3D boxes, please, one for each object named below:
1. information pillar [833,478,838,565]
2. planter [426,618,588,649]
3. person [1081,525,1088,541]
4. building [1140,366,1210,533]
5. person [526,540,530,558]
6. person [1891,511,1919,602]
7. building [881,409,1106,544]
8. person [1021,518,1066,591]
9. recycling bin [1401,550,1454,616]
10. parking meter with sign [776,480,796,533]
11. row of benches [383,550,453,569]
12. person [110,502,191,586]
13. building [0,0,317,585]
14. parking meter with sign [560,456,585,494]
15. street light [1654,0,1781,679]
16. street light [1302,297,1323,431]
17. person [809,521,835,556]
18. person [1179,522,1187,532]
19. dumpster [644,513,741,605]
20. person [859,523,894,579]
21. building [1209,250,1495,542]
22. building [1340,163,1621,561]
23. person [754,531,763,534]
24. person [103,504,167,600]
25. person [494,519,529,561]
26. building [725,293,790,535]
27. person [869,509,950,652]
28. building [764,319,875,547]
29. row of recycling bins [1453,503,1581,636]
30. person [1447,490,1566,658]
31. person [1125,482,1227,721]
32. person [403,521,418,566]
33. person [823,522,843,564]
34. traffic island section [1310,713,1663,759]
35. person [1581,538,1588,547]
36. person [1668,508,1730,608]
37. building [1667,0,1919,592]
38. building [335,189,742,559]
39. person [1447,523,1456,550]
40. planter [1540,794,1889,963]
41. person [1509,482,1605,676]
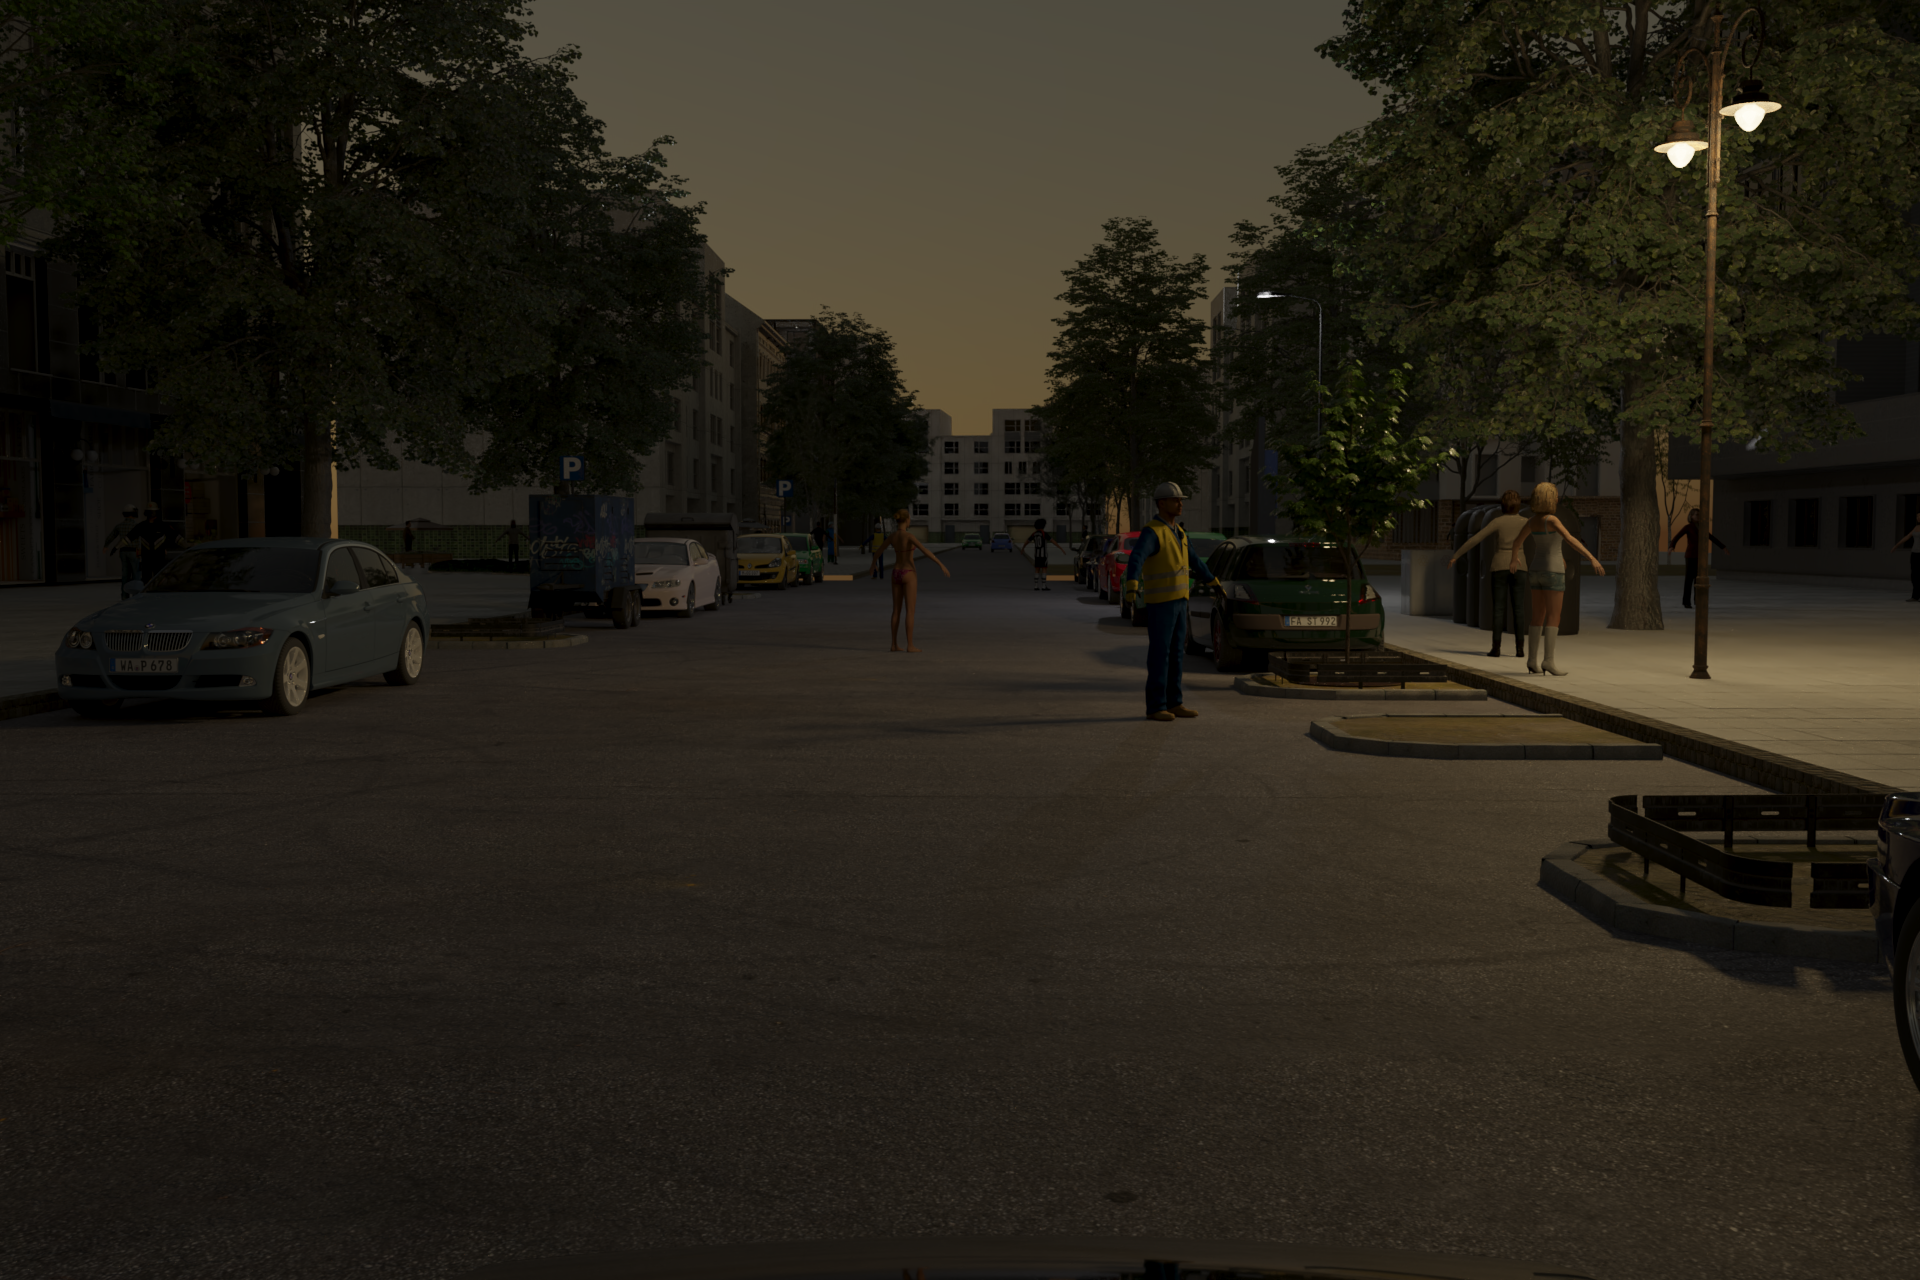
[{"bbox_3d":[-5.228,-4.976,72.707,0.183,3.616,0.504,0,4,1],"label":"information pillar"},{"bbox_3d":[-5.947,-0.087,22.569,1.991,0.319,1.994,0,4,1],"label":"planter"},{"bbox_3d":[6.176,-4.886,86.610,0.721,1.740,1.216,1,4,10],"label":"person"},{"bbox_3d":[28.760,-19.833,190.722,16.747,18.905,31.486,0,4,1],"label":"building"},{"bbox_3d":[-21.308,-4.716,86.369,0.599,1.433,0.991,2,4,24],"label":"person"},{"bbox_3d":[18.077,-1.584,32.702,0.721,1.737,1.217,-1,4,-14],"label":"person"},{"bbox_3d":[5.286,-23.347,250.629,31.486,18.905,16.747,0,4,5],"label":"building"},{"bbox_3d":[2.066,-2.157,43.867,1.345,1.843,0.704,3,4,36],"label":"person"},{"bbox_3d":[7.431,-0.913,27.475,0.722,1.027,0.722,0,4,2],"label":"recycling bin"},{"bbox_3d":[-5.604,-3.689,56.584,0.543,3.016,1.738,0,4,2],"label":"parking meter with sign"},{"bbox_3d":[-20.721,-3.018,64.799,1.422,0.672,4.104,2,4,29],"label":"row of benches"},{"bbox_3d":[-14.185,-1.503,30.440,1.351,1.845,0.704,-1,4,-14],"label":"person"},{"bbox_3d":[-27.775,-16.205,44.545,16.754,29.471,25.880,0,4,2],"label":"building"},{"bbox_3d":[-8.623,-2.644,39.487,0.543,3.016,1.738,0,4,1],"label":"parking meter with sign"},{"bbox_3d":[6.575,-2.594,15.206,0.468,5.910,1.993,0,4,1],"label":"street light"},{"bbox_3d":[7.440,-3.709,33.188,1.470,5.913,1.316,0,4,1],"label":"street light"},{"bbox_3d":[-5.829,-3.993,71.510,1.346,1.802,0.704,1,4,12],"label":"person"},{"bbox_3d":[9.515,-4.161,74.218,1.347,1.806,0.705,3,5,42],"label":"person"},{"bbox_3d":[-5.456,-1.653,35.239,1.865,1.857,1.264,0,4,1],"label":"dumpster"},{"bbox_3d":[-2.620,-2.813,54.911,1.216,1.772,0.721,-1,4,-20],"label":"person"},{"bbox_3d":[27.012,-15.299,116.601,16.747,18.905,31.486,0,4,2],"label":"building"},{"bbox_3d":[26.181,-14.600,95.138,16.016,20.090,11.380,0,4,1],"label":"building"},{"bbox_3d":[-10.427,-5.100,89.161,0.705,1.856,1.354,-3,5,-40],"label":"person"},{"bbox_3d":[-15.771,-1.661,32.990,1.345,1.849,0.704,1,4,11],"label":"person"},{"bbox_3d":[-16.054,-3.435,62.285,1.348,1.813,0.705,-1,4,-19],"label":"person"},{"bbox_3d":[-23.437,-18.405,131.849,19.493,23.208,18.063,0,4,1],"label":"building"},{"bbox_3d":[-0.639,-0.725,21.108,1.217,1.733,0.721,3,4,36],"label":"person"},{"bbox_3d":[-23.768,-20.625,181.187,27.936,21.610,32.646,0,4,1],"label":"building"},{"bbox_3d":[7.468,-1.002,23.498,1.069,1.692,3.534,0,4,2],"label":"row of recycling bins"},{"bbox_3d":[5.719,-0.694,18.100,1.215,1.744,0.721,0,4,5],"label":"person"},{"bbox_3d":[1.629,-0.305,13.420,0.705,1.833,1.349,3,5,39],"label":"person"},{"bbox_3d":[-21.883,-3.833,68.807,0.704,1.812,1.346,-3,4,-37],"label":"person"},{"bbox_3d":[-5.537,-4.204,74.858,0.704,1.817,1.347,3,4,36],"label":"person"},{"bbox_3d":[3.493,0.663,12.018,1.991,0.108,1.994,0,4,1],"label":"traffic island section"},{"bbox_3d":[17.703,-2.715,50.500,1.345,1.816,0.704,-1,4,-22],"label":"person"},{"bbox_3d":[12.709,-1.408,29.835,1.215,1.729,0.721,-1,4,-16],"label":"person"},{"bbox_3d":[26.346,-13.110,33.415,14.314,24.678,30.058,0,4,2],"label":"building"},{"bbox_3d":[-23.749,-14.585,104.930,16.747,18.905,31.486,0,4,0],"label":"building"},{"bbox_3d":[22.272,-4.390,78.040,0.705,1.796,1.348,-1,4,-18],"label":"person"},{"bbox_3d":[3.387,0.880,6.760,1.991,0.319,1.994,0,4,1],"label":"planter"},{"bbox_3d":[5.404,-0.561,15.786,0.721,1.753,1.214,-1,4,-21],"label":"person"}]
